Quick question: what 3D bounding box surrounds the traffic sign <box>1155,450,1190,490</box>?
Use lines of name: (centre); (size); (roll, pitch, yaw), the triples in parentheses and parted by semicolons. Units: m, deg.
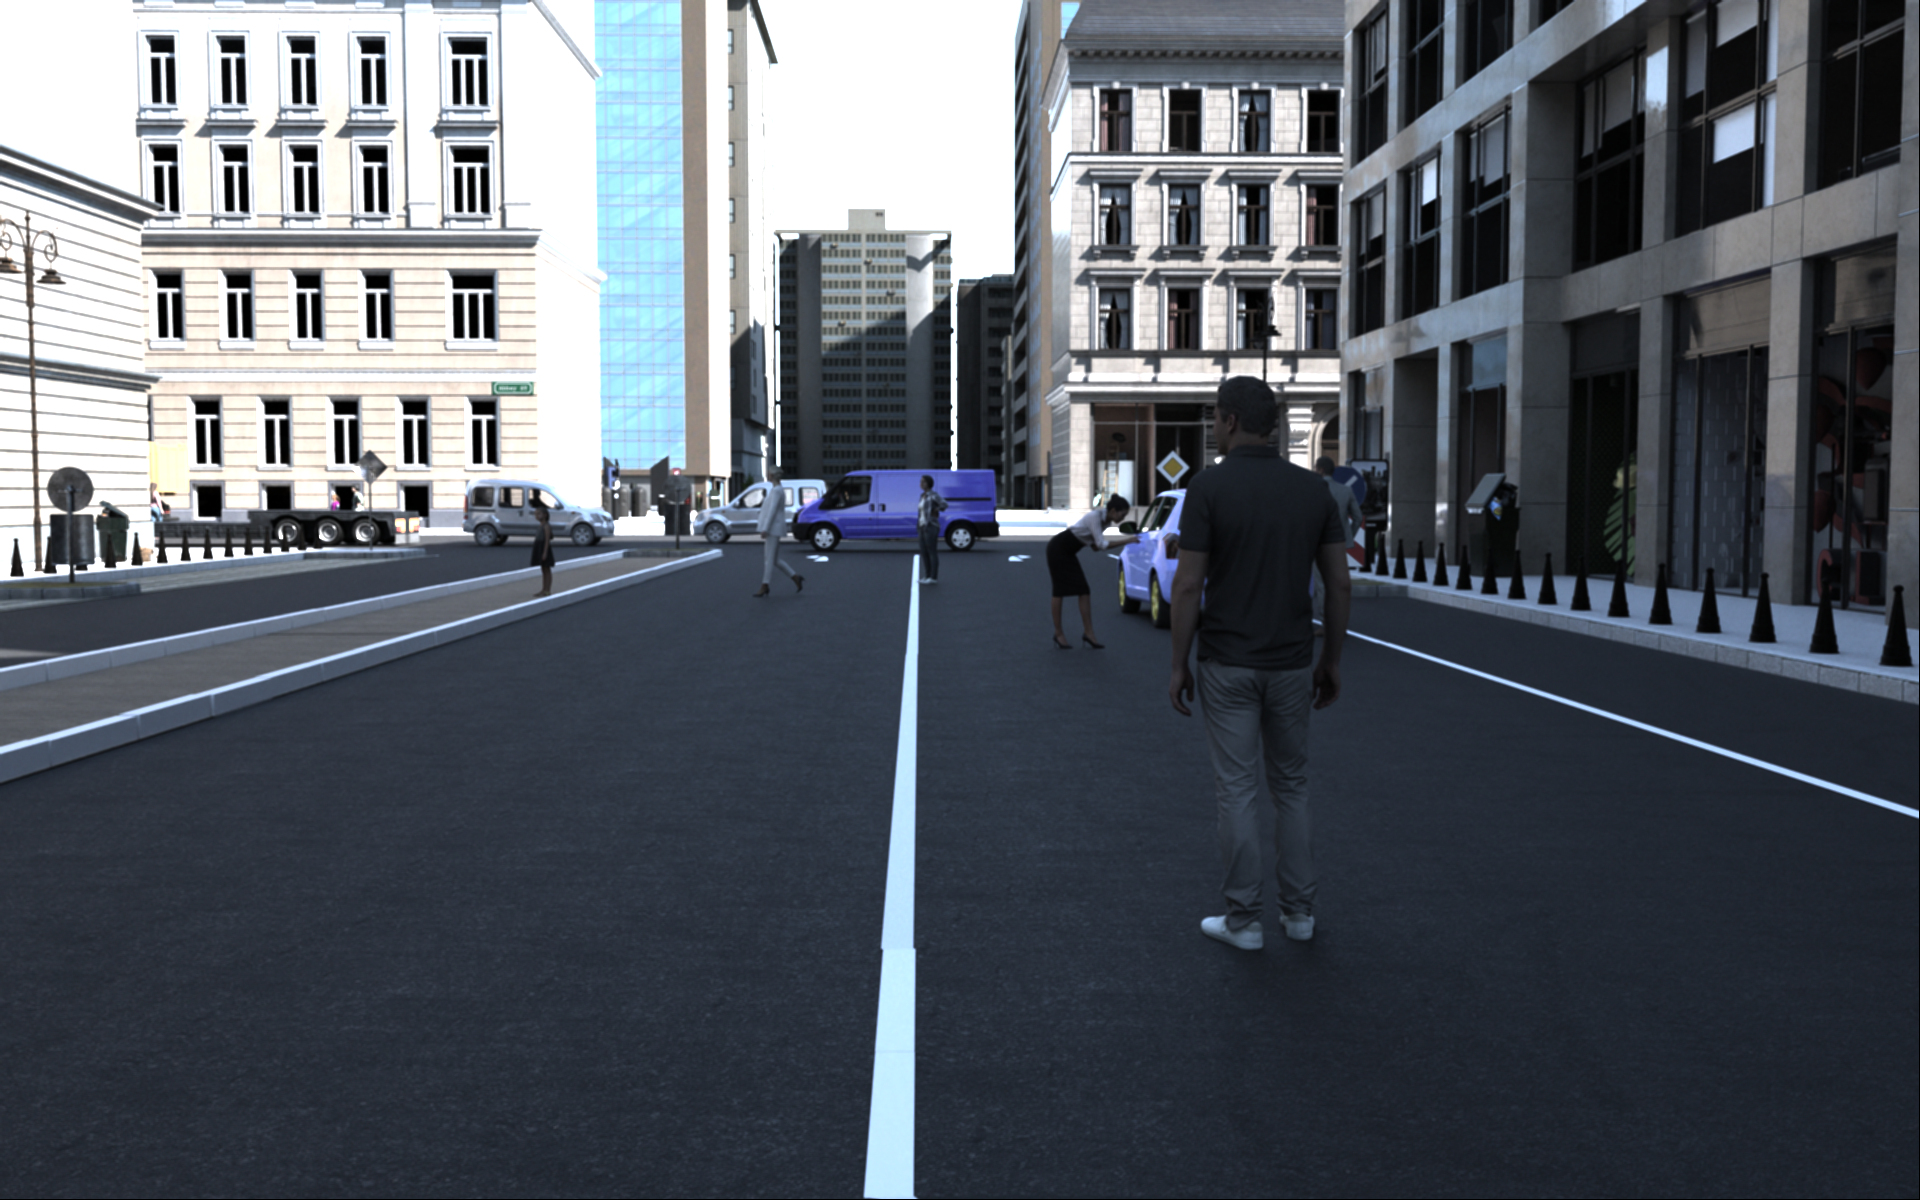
traffic sign: (4.867, -2.205, 39.686); (0.795, 2.450, 0.064); (0, 4, -1)

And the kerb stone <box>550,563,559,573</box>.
kerb stone: (-7.424, -0.545, 31.123); (0.120, 0.150, 1.000); (0, 4, -1)

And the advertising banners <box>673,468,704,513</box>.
advertising banners: (-18.286, -7.361, 116.533); (2.074, 3.025, 0.090); (0, 4, -4)

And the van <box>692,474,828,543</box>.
van: (-5.825, -2.689, 50.978); (4.112, 2.044, 2.013); (0, 4, -2)

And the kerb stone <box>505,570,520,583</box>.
kerb stone: (-7.350, -0.354, 28.050); (0.120, 0.150, 1.000); (0, 4, -1)

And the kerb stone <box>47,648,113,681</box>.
kerb stone: (-7.010, 0.520, 13.687); (0.120, 0.150, 1.000); (0, 4, -1)

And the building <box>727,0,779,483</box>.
building: (-33.786, -36.265, 182.177); (27.495, 52.752, 28.713); (0, 4, -1)

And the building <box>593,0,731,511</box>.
building: (-25.964, -29.770, 136.843); (14.600, 45.320, 14.200); (0, 4, -1)

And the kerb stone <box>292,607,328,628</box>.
kerb stone: (-7.132, 0.206, 18.824); (0.120, 0.150, 1.000); (0, 4, -1)

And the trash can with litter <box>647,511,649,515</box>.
trash can with litter: (-19.703, -5.907, 107.964); (0.624, 1.170, 1.055); (-2, 4, -34)

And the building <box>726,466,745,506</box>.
building: (-30.096, -43.784, 154.113); (20.563, 71.187, 20.611); (0, 4, -1)

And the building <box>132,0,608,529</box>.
building: (-25.343, -17.325, 69.169); (20.117, 28.700, 13.634); (0, 4, -1)

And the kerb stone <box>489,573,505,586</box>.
kerb stone: (-7.322, -0.295, 27.026); (0.120, 0.150, 1.000); (0, 4, -1)

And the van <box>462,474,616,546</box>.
van: (-11.696, -2.522, 48.250); (4.112, 2.044, 2.013); (0, 4, -3)

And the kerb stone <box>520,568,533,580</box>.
kerb stone: (-7.376, -0.414, 29.074); (0.120, 0.150, 1.000); (0, 4, -1)

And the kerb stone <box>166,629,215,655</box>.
kerb stone: (-7.058, 0.397, 15.738); (0.120, 0.150, 1.000); (0, 4, -1)

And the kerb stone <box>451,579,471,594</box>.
kerb stone: (-7.278, -0.168, 24.971); (0.120, 0.150, 1.000); (0, 4, -1)

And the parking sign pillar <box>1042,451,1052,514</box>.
parking sign pillar: (5.892, -7.390, 109.304); (1.447, 3.967, 1.447); (1, 4, 19)

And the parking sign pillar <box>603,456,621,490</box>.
parking sign pillar: (-24.844, -8.274, 123.750); (1.447, 3.967, 1.447); (2, 4, 34)

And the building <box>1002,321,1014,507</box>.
building: (18.922, -20.708, 183.615); (27.650, 21.520, 28.899); (0, 4, -1)

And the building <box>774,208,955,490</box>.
building: (-12.787, -33.400, 237.964); (23.993, 40.220, 32.217); (0, 4, -1)

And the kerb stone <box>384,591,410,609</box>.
kerb stone: (-7.200, 0.020, 21.897); (0.120, 0.150, 1.000); (0, 4, -1)

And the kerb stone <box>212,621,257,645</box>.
kerb stone: (-7.088, 0.333, 16.775); (0.120, 0.150, 1.000); (0, 4, -1)

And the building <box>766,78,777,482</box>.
building: (-38.863, -42.150, 231.144); (28.212, 58.520, 21.231); (0, 4, -1)

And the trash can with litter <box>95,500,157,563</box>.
trash can with litter: (-15.647, -1.294, 32.545); (1.055, 1.170, 0.624); (-1, 4, -14)

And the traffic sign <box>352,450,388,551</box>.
traffic sign: (-13.373, -2.180, 39.282); (0.795, 2.450, 0.064); (0, 4, -1)

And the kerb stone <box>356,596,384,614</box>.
kerb stone: (-7.189, 0.085, 20.873); (0.120, 0.150, 1.000); (0, 4, -1)

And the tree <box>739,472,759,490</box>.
tree: (-17.993, -9.453, 149.157); (1.663, 3.219, 1.824); (0, 3, 0)

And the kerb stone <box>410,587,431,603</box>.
kerb stone: (-7.232, -0.044, 22.921); (0.120, 0.150, 1.000); (0, 4, -1)

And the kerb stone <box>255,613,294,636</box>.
kerb stone: (-7.112, 0.272, 17.799); (0.120, 0.150, 1.000); (0, 4, -1)

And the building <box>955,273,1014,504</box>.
building: (6.481, -27.978, 229.144); (14.107, 30.474, 14.160); (0, 4, -1)

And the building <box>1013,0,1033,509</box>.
building: (16.088, -32.638, 157.328); (21.300, 48.544, 21.600); (0, 4, -1)

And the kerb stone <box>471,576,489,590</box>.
kerb stone: (-7.300, -0.231, 26.001); (0.120, 0.150, 1.000); (0, 4, -1)

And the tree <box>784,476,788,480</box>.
tree: (-18.776, -11.724, 186.289); (1.663, 3.219, 1.824); (0, 3, 0)

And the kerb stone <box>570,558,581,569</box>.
kerb stone: (-7.471, -0.672, 33.183); (0.120, 0.150, 1.000); (0, 4, -1)

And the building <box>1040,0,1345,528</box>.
building: (5.244, -13.283, 68.090); (40.483, 20.767, 10.553); (0, 4, -1)

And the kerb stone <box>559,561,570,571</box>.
kerb stone: (-7.454, -0.609, 32.147); (0.120, 0.150, 1.000); (0, 4, -1)

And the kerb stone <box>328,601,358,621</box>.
kerb stone: (-7.153, 0.148, 19.849); (0.120, 0.150, 1.000); (0, 4, -1)

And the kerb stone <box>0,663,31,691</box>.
kerb stone: (-6.992, 0.583, 12.661); (0.120, 0.150, 1.000); (0, 4, -1)

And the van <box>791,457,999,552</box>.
van: (-1.639, -2.407, 43.736); (5.245, 2.365, 2.240); (0, 4, -2)

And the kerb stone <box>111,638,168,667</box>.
kerb stone: (-7.032, 0.458, 14.711); (0.120, 0.150, 1.000); (0, 4, -1)

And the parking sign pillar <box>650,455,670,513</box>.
parking sign pillar: (-20.923, -8.102, 120.946); (1.447, 3.967, 1.447); (1, 4, 9)

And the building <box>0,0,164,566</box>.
building: (-34.022, -12.945, 30.732); (34.723, 24.649, 14.460); (0, 4, -1)

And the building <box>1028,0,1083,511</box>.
building: (12.923, -29.917, 139.249); (14.600, 45.320, 14.200); (0, 4, -1)

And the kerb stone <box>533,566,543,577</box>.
kerb stone: (-7.407, -0.480, 30.098); (0.120, 0.150, 1.000); (0, 4, -1)

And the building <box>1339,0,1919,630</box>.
building: (18.513, -13.273, 21.525); (19.350, 26.468, 34.151); (0, 4, -1)

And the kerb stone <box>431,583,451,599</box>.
kerb stone: (-7.266, -0.107, 23.945); (0.120, 0.150, 1.000); (0, 4, -1)
